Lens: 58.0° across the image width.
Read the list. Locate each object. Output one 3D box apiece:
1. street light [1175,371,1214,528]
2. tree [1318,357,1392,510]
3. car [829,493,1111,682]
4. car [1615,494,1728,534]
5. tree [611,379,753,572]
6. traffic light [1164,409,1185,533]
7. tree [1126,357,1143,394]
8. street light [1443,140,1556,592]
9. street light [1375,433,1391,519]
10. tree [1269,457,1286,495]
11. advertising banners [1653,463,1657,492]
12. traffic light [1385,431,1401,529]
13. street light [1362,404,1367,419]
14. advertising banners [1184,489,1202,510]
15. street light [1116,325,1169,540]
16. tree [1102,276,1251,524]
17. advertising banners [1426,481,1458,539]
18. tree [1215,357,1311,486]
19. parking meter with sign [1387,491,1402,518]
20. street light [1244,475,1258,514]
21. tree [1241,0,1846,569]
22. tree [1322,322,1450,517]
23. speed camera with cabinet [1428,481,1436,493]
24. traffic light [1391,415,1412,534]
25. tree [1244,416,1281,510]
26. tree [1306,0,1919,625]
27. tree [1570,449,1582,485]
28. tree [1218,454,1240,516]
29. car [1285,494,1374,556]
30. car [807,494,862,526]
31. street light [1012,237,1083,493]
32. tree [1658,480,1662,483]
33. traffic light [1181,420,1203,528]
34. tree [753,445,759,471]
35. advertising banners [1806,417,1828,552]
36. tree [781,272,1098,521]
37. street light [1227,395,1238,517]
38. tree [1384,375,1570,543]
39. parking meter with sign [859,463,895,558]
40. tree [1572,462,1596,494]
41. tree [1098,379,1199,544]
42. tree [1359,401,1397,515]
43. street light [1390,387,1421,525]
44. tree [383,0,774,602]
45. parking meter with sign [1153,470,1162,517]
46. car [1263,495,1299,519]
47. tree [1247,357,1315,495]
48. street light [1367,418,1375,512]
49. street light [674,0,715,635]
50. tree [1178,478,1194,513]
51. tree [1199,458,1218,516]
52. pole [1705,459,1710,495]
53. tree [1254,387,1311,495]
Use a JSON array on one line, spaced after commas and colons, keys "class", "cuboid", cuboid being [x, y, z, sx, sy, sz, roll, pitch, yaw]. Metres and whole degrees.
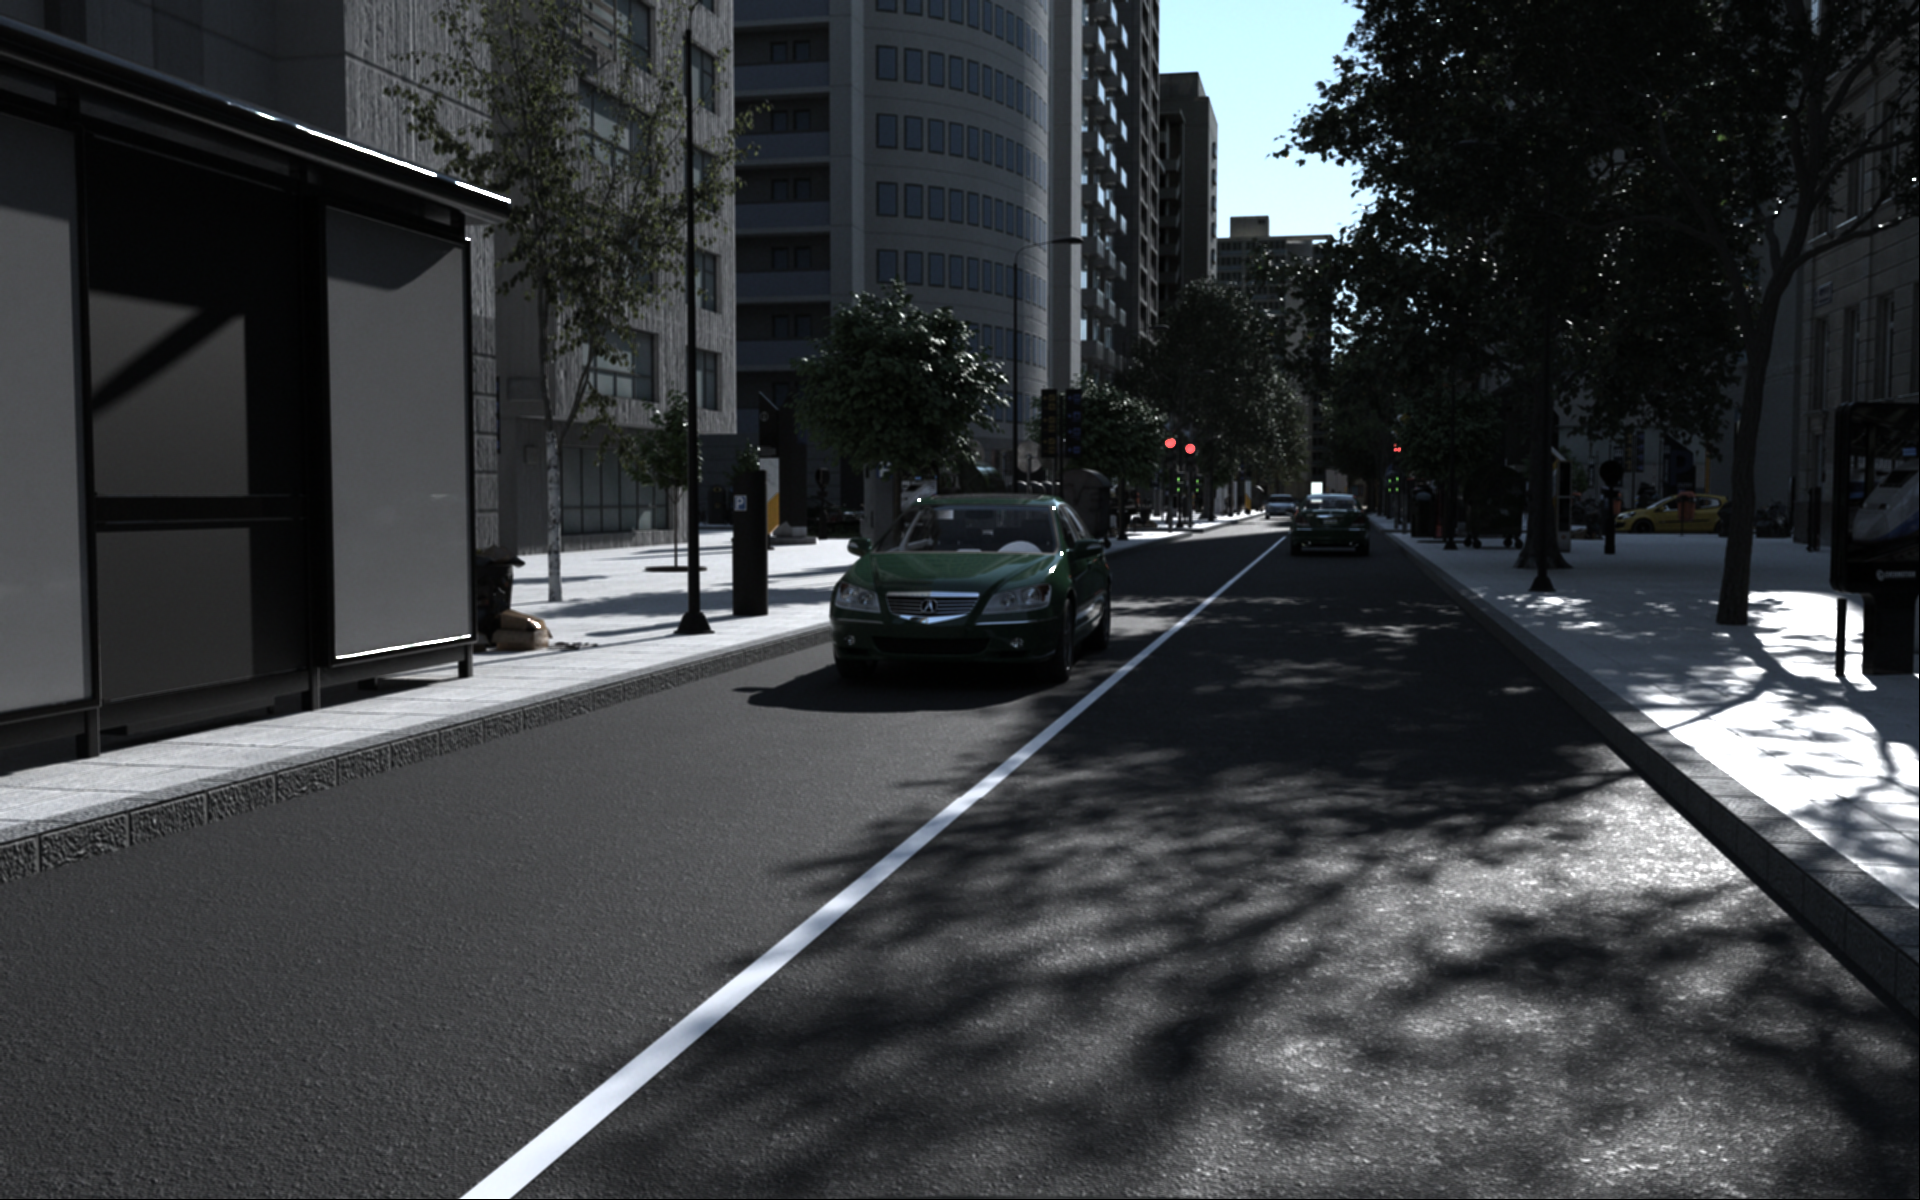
[{"class": "street light", "cuboid": [8.855, -5.676, 65.337, 1.470, 5.913, 1.316, 1, 4, 12]}, {"class": "tree", "cuboid": [33.949, -14.424, 142.480, 9.857, 13.997, 8.962, 0, 3, 0]}, {"class": "car", "cuboid": [0.226, -0.187, 14.853, 2.131, 1.459, 4.920, 1, 4, 11]}, {"class": "car", "cuboid": [24.198, -2.951, 58.471, 3.980, 1.641, 2.015, 1, 4, 13]}, {"class": "tree", "cuboid": [-4.743, -2.112, 29.135, 1.663, 3.219, 1.824, 0, 3, 0]}, {"class": "traffic light", "cuboid": [7.016, -4.193, 57.469, 0.839, 4.253, 0.868, 1, 4, 12]}, {"class": "tree", "cuboid": [12.726, -10.535, 89.249, 9.611, 12.733, 9.660, 0, 3, 0]}, {"class": "street light", "cuboid": [7.162, -3.075, 22.824, 1.470, 5.913, 1.316, 1, 4, 12]}, {"class": "street light", "cuboid": [14.280, -5.098, 55.900, 1.470, 5.913, 1.316, 1, 4, 12]}, {"class": "tree", "cuboid": [36.878, -15.369, 201.642, 4.360, 8.622, 3.978, 0, 3, 0]}, {"class": "advertising banners", "cuboid": [38.918, -6.156, 96.832, 0.090, 3.025, 2.074, 2, 4, 32]}, {"class": "traffic light", "cuboid": [16.056, -4.574, 63.698, 0.839, 4.253, 0.868, 1, 4, 12]}, {"class": "street light", "cuboid": [21.444, -7.100, 88.620, 1.470, 5.913, 1.316, 1, 4, 12]}, {"class": "advertising banners", "cuboid": [18.806, -8.708, 138.557, 2.074, 3.025, 0.090, -1, 4, -21]}, {"class": "street light", "cuboid": [5.058, -4.611, 47.924, 1.470, 5.913, 1.316, 1, 4, 12]}, {"class": "tree", "cuboid": [9.270, -8.560, 74.364, 7.601, 10.594, 8.767, 3, 5, 42]}, {"class": "advertising banners", "cuboid": [13.778, -3.276, 49.746, 0.090, 3.025, 2.074, 3, 5, 44]}, {"class": "tree", "cuboid": [27.082, -15.358, 157.751, 9.857, 13.997, 8.962, 0, 3, 0]}, {"class": "parking meter with sign", "cuboid": [23.733, -5.941, 93.397, 1.738, 3.016, 0.543, -3, 5, -41]}, {"class": "street light", "cuboid": [15.752, -7.619, 97.110, 1.470, 5.913, 1.316, 1, 4, 12]}, {"class": "tree", "cuboid": [9.994, -6.887, 29.608, 9.611, 12.733, 9.660, 0, 3, 0]}, {"class": "tree", "cuboid": [24.365, -10.606, 99.166, 9.928, 11.665, 9.643, 0, 3, 0]}, {"class": "speed camera with cabinet", "cuboid": [20.296, -4.905, 74.526, 0.660, 3.252, 2.038, 0, 4, 5]}, {"class": "traffic light", "cuboid": [14.360, -4.096, 55.895, 0.839, 4.253, 0.868, 1, 4, 12]}, {"class": "tree", "cuboid": [23.685, -11.506, 138.492, 4.737, 8.622, 4.395, 0, 3, 0]}, {"class": "tree", "cuboid": [7.506, -5.016, 16.421, 8.767, 10.594, 7.601, 1, 4, 13]}, {"class": "tree", "cuboid": [34.159, -7.118, 100.101, 4.285, 4.588, 4.351, 0, 3, 0]}, {"class": "tree", "cuboid": [14.702, -7.170, 100.945, 4.285, 4.588, 4.351, 0, 3, 0]}, {"class": "car", "cuboid": [8.915, -1.835, 41.804, 2.131, 1.459, 4.920, 1, 4, 11]}, {"class": "car", "cuboid": [-5.661, -3.362, 64.757, 4.222, 1.686, 2.009, 1, 4, 11]}, {"class": "street light", "cuboid": [1.535, -3.609, 31.543, 1.470, 5.913, 1.316, 1, 4, 12]}, {"class": "tree", "cuboid": [43.566, -6.759, 105.114, 1.663, 3.219, 1.824, 0, 3, 0]}, {"class": "traffic light", "cuboid": [8.712, -4.670, 65.272, 0.839, 4.253, 0.868, 1, 4, 12]}, {"class": "tree", "cuboid": [-7.308, -3.932, 58.891, 1.663, 3.219, 1.824, 0, 3, 0]}, {"class": "advertising banners", "cuboid": [19.377, -2.625, 39.109, 0.090, 3.025, 2.074, 2, 4, 35]}, {"class": "tree", "cuboid": [-0.906, -2.564, 25.638, 4.285, 4.588, 4.351, 0, 3, 0]}, {"class": "street light", "cuboid": [12.351, -6.647, 81.223, 1.470, 5.913, 1.316, 1, 4, 12]}, {"class": "tree", "cuboid": [12.815, -3.801, 45.867, 4.285, 4.588, 4.351, 0, 3, 0]}, {"class": "parking meter with sign", "cuboid": [-1.382, -2.083, 30.312, 0.543, 3.016, 1.738, -1, 4, -19]}, {"class": "tree", "cuboid": [37.445, -6.739, 104.776, 1.663, 3.219, 1.824, 0, 3, 0]}, {"class": "tree", "cuboid": [3.294, -3.759, 45.175, 4.285, 4.588, 4.351, 0, 3, 0]}, {"class": "tree", "cuboid": [26.664, -9.620, 107.644, 4.360, 8.622, 3.978, 0, 3, 0]}, {"class": "street light", "cuboid": [10.792, -4.120, 39.899, 1.470, 5.913, 1.316, 1, 4, 12]}, {"class": "tree", "cuboid": [-4.611, -4.287, 20.453, 4.360, 8.622, 3.978, 0, 3, 0]}, {"class": "parking meter with sign", "cuboid": [11.356, -6.310, 99.423, 0.543, 3.016, 1.738, 1, 4, 10]}, {"class": "car", "cuboid": [18.445, -5.357, 99.592, 2.014, 1.417, 4.499, 1, 4, 10]}, {"class": "tree", "cuboid": [38.679, -21.987, 215.375, 12.611, 20.169, 13.585, 0, 3, 0]}, {"class": "street light", "cuboid": [17.930, -6.130, 72.759, 1.470, 5.913, 1.316, 1, 4, 12]}, {"class": "street light", "cuboid": [-1.923, -2.638, 15.670, 1.470, 5.913, 1.316, 1, 4, 12]}, {"class": "tree", "cuboid": [15.491, -7.617, 119.134, 1.663, 3.219, 1.824, 0, 3, 0]}, {"class": "tree", "cuboid": [5.104, -4.304, 54.084, 4.285, 4.588, 4.351, 0, 3, 0]}, {"class": "pole", "cuboid": [29.273, -4.526, 67.849, 0.158, 3.312, 0.155, 0, 3, 0]}, {"class": "tree", "cuboid": [33.130, -16.171, 182.519, 7.486, 12.596, 7.792, 0, 3, 0]}]
